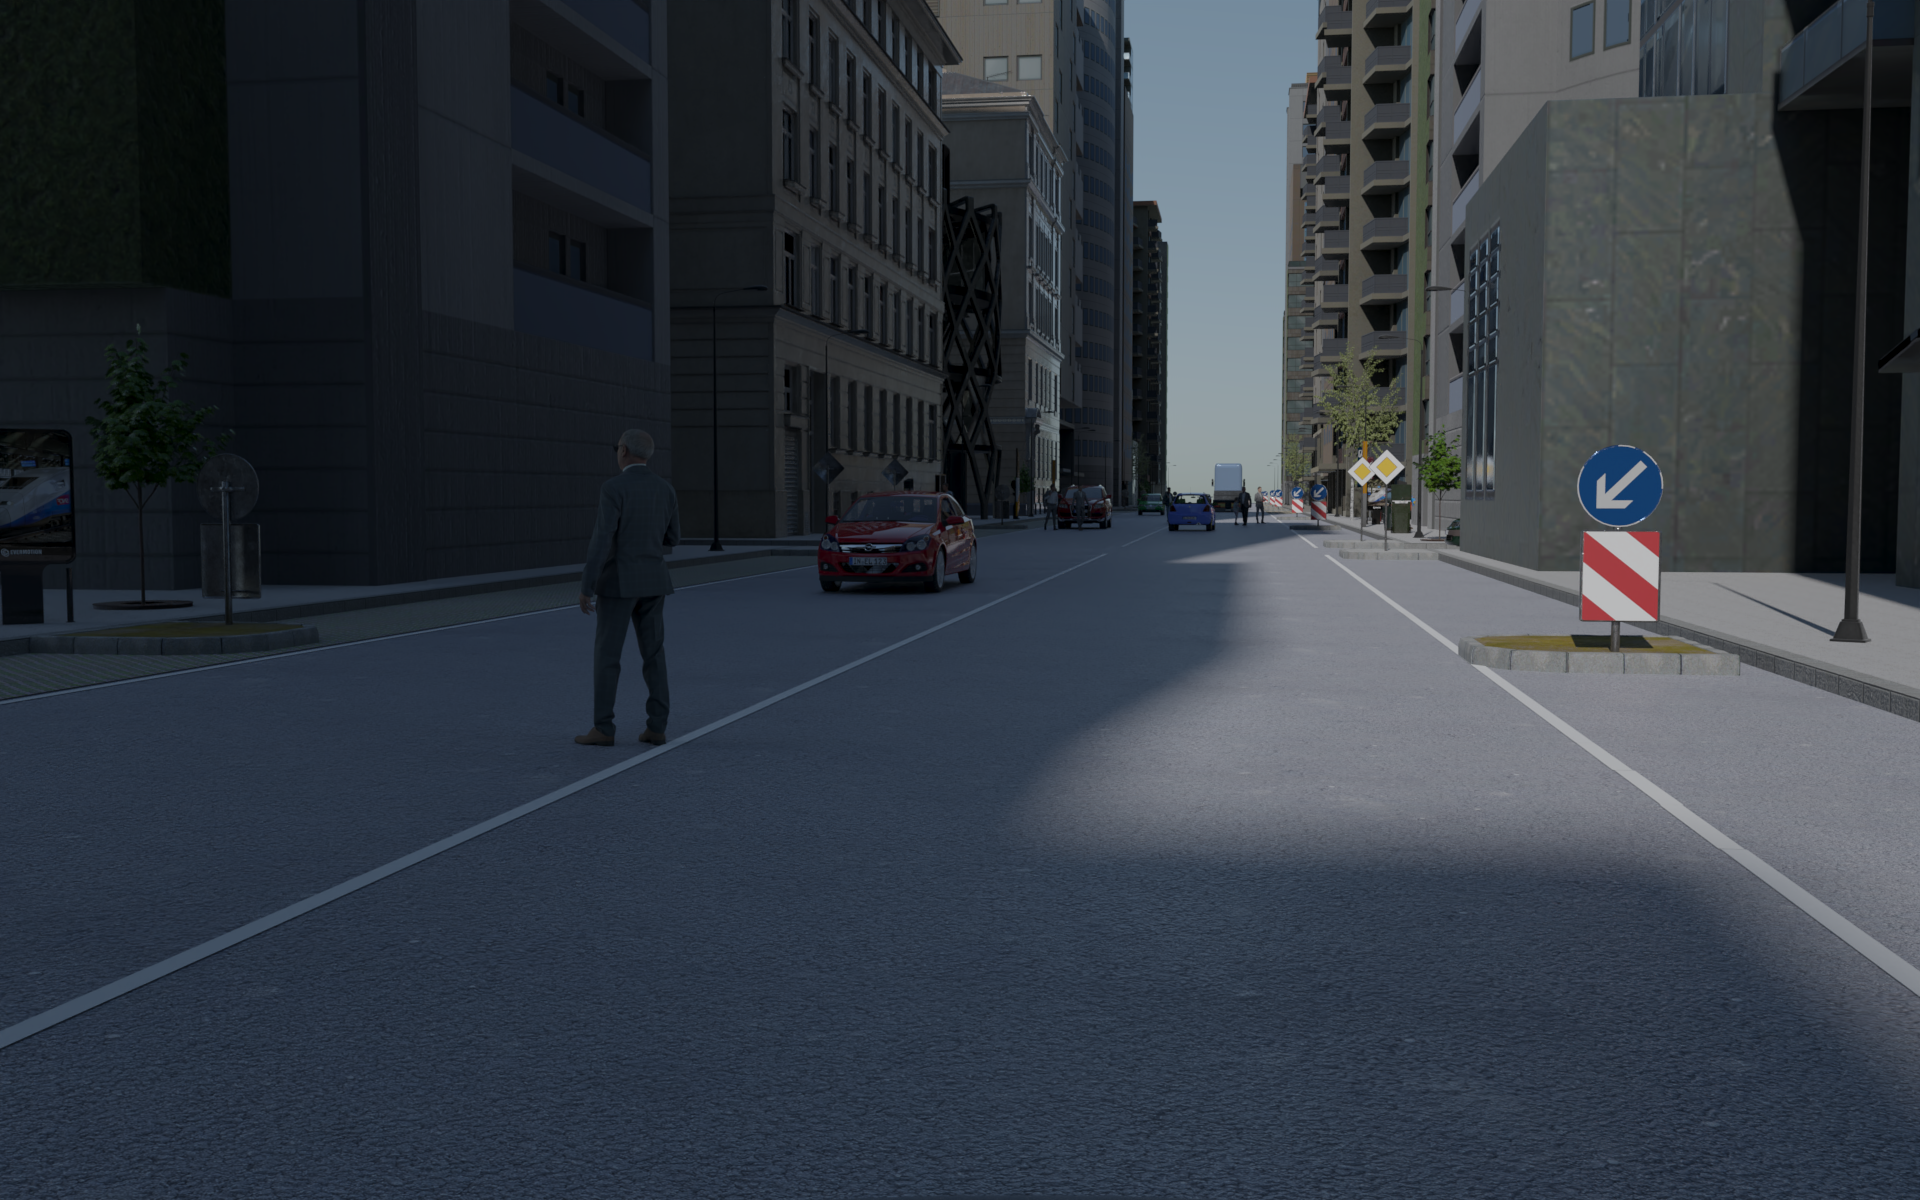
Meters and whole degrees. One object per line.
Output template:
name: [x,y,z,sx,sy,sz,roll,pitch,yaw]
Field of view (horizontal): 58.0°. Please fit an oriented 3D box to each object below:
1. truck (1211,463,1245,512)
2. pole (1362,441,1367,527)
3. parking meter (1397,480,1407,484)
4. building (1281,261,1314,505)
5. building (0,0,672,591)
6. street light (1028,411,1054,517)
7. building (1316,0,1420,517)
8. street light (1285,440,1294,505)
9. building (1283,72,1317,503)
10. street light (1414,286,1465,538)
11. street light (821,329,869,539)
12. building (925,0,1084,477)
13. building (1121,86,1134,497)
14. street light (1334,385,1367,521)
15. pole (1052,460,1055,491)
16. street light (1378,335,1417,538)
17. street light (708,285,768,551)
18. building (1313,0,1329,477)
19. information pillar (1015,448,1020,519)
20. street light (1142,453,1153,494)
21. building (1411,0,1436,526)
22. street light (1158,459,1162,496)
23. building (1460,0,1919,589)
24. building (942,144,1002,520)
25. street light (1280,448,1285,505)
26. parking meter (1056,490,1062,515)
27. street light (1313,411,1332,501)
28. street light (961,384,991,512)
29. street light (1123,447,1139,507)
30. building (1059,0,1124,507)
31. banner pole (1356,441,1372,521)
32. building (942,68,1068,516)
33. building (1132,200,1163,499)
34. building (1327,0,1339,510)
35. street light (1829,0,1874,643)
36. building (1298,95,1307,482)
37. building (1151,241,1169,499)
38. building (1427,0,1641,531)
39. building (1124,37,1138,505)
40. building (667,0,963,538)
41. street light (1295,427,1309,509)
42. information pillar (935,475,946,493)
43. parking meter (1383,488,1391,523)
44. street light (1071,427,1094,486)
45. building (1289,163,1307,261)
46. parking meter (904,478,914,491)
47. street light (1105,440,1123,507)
truck: [22.604,-9.550,145.906,2.967,4.110,18.799,1,4,9]
pole: [15.641,-4.475,67.014,0.158,3.312,0.155,0,3,0]
parking meter: [18.444,-4.070,72.248,0.399,1.863,0.255,0,4,-1]
building: [47.352,-27.055,214.044,14.160,30.474,14.107,1,4,9]
building: [-20.684,-30.032,33.023,28.212,58.520,21.231,1,4,9]
street light: [4.527,-7.603,96.847,1.470,5.913,1.316,1,4,9]
building: [32.308,-27.345,101.715,22.147,44.769,28.867,1,4,9]
street light: [28.989,-10.802,149.155,1.470,5.913,1.316,1,4,9]
building: [57.174,-43.168,247.789,21.231,58.520,28.212,1,4,9]
street light: [11.071,-4.046,38.698,1.470,5.913,1.316,1,4,9]
street light: [-3.248,-4.680,49.057,1.470,5.913,1.316,1,4,9]
building: [-4.457,-33.642,139.284,28.713,52.752,27.495,1,4,9]
building: [11.377,-32.904,188.092,14.600,45.320,14.200,1,4,9]
street light: [16.746,-6.202,73.943,1.470,5.913,1.316,1,4,9]
pole: [5.586,-6.697,103.332,0.158,3.312,0.155,0,3,0]
street light: [12.894,-4.773,50.583,1.470,5.913,1.316,1,4,9]
street light: [-4.958,-4.049,38.749,1.470,5.913,1.316,1,4,9]
building: [45.069,-34.320,150.374,28.713,52.752,27.495,1,4,9]
information pillar: [2.929,-5.906,87.921,0.183,3.616,0.504,1,4,13]
street light: [20.709,-13.652,195.754,1.470,5.913,1.316,1,4,9]
building: [26.359,-18.446,73.297,14.160,30.474,14.107,1,4,9]
street light: [26.130,-15.751,230.074,1.470,5.913,1.316,1,4,9]
building: [19.810,-43.226,19.415,22.319,86.520,31.000,1,4,9]
building: [-6.461,-13.533,88.713,16.820,18.784,16.811,1,4,9]
street light: [32.974,-12.249,172.804,1.470,5.913,1.316,1,4,9]
parking meter: [6.171,-6.075,107.730,0.372,1.533,0.369,0,3,0]
street light: [20.673,-7.630,97.290,1.470,5.913,1.316,1,4,9]
street light: [0.633,-6.175,73.494,1.470,5.913,1.316,1,4,9]
street light: [16.876,-12.222,172.367,1.470,5.913,1.316,1,4,9]
building: [4.244,-38.222,166.925,21.231,58.520,28.212,1,4,9]
banner pole: [19.116,-5.604,81.637,0.863,3.779,0.401,0,3,0]
building: [-0.649,-19.962,112.285,13.634,28.700,20.117,1,4,9]
building: [17.975,-36.578,252.680,22.147,44.769,28.867,1,4,9]
building: [35.100,-29.421,131.137,14.600,45.320,14.200,1,4,9]
street light: [7.228,-2.597,15.009,1.470,5.913,1.316,1,4,9]
building: [46.591,-32.064,178.868,22.147,44.769,28.867,1,4,9]
building: [25.468,-36.093,273.719,14.154,41.232,14.086,1,4,9]
building: [29.936,-31.193,52.006,28.212,58.520,21.231,1,4,9]
building: [12.108,-55.604,221.797,22.319,86.520,31.000,1,4,9]
building: [-10.218,-14.147,64.585,16.112,22.955,30.059,1,4,9]
street light: [25.242,-9.372,125.779,1.470,5.913,1.316,1,4,9]
information pillar: [-0.743,-3.720,65.320,0.304,2.012,0.304,-3,5,-42]
parking meter: [18.954,-4.182,76.787,0.372,1.533,0.369,0,3,0]
street light: [8.304,-9.034,120.240,1.470,5.913,1.316,1,4,9]
building: [50.424,-35.335,227.843,14.600,45.320,14.200,1,4,9]
parking meter: [-1.918,-3.604,64.642,0.255,1.863,0.399,2,4,25]
street light: [13.052,-10.793,149.003,1.470,5.913,1.316,1,4,9]
